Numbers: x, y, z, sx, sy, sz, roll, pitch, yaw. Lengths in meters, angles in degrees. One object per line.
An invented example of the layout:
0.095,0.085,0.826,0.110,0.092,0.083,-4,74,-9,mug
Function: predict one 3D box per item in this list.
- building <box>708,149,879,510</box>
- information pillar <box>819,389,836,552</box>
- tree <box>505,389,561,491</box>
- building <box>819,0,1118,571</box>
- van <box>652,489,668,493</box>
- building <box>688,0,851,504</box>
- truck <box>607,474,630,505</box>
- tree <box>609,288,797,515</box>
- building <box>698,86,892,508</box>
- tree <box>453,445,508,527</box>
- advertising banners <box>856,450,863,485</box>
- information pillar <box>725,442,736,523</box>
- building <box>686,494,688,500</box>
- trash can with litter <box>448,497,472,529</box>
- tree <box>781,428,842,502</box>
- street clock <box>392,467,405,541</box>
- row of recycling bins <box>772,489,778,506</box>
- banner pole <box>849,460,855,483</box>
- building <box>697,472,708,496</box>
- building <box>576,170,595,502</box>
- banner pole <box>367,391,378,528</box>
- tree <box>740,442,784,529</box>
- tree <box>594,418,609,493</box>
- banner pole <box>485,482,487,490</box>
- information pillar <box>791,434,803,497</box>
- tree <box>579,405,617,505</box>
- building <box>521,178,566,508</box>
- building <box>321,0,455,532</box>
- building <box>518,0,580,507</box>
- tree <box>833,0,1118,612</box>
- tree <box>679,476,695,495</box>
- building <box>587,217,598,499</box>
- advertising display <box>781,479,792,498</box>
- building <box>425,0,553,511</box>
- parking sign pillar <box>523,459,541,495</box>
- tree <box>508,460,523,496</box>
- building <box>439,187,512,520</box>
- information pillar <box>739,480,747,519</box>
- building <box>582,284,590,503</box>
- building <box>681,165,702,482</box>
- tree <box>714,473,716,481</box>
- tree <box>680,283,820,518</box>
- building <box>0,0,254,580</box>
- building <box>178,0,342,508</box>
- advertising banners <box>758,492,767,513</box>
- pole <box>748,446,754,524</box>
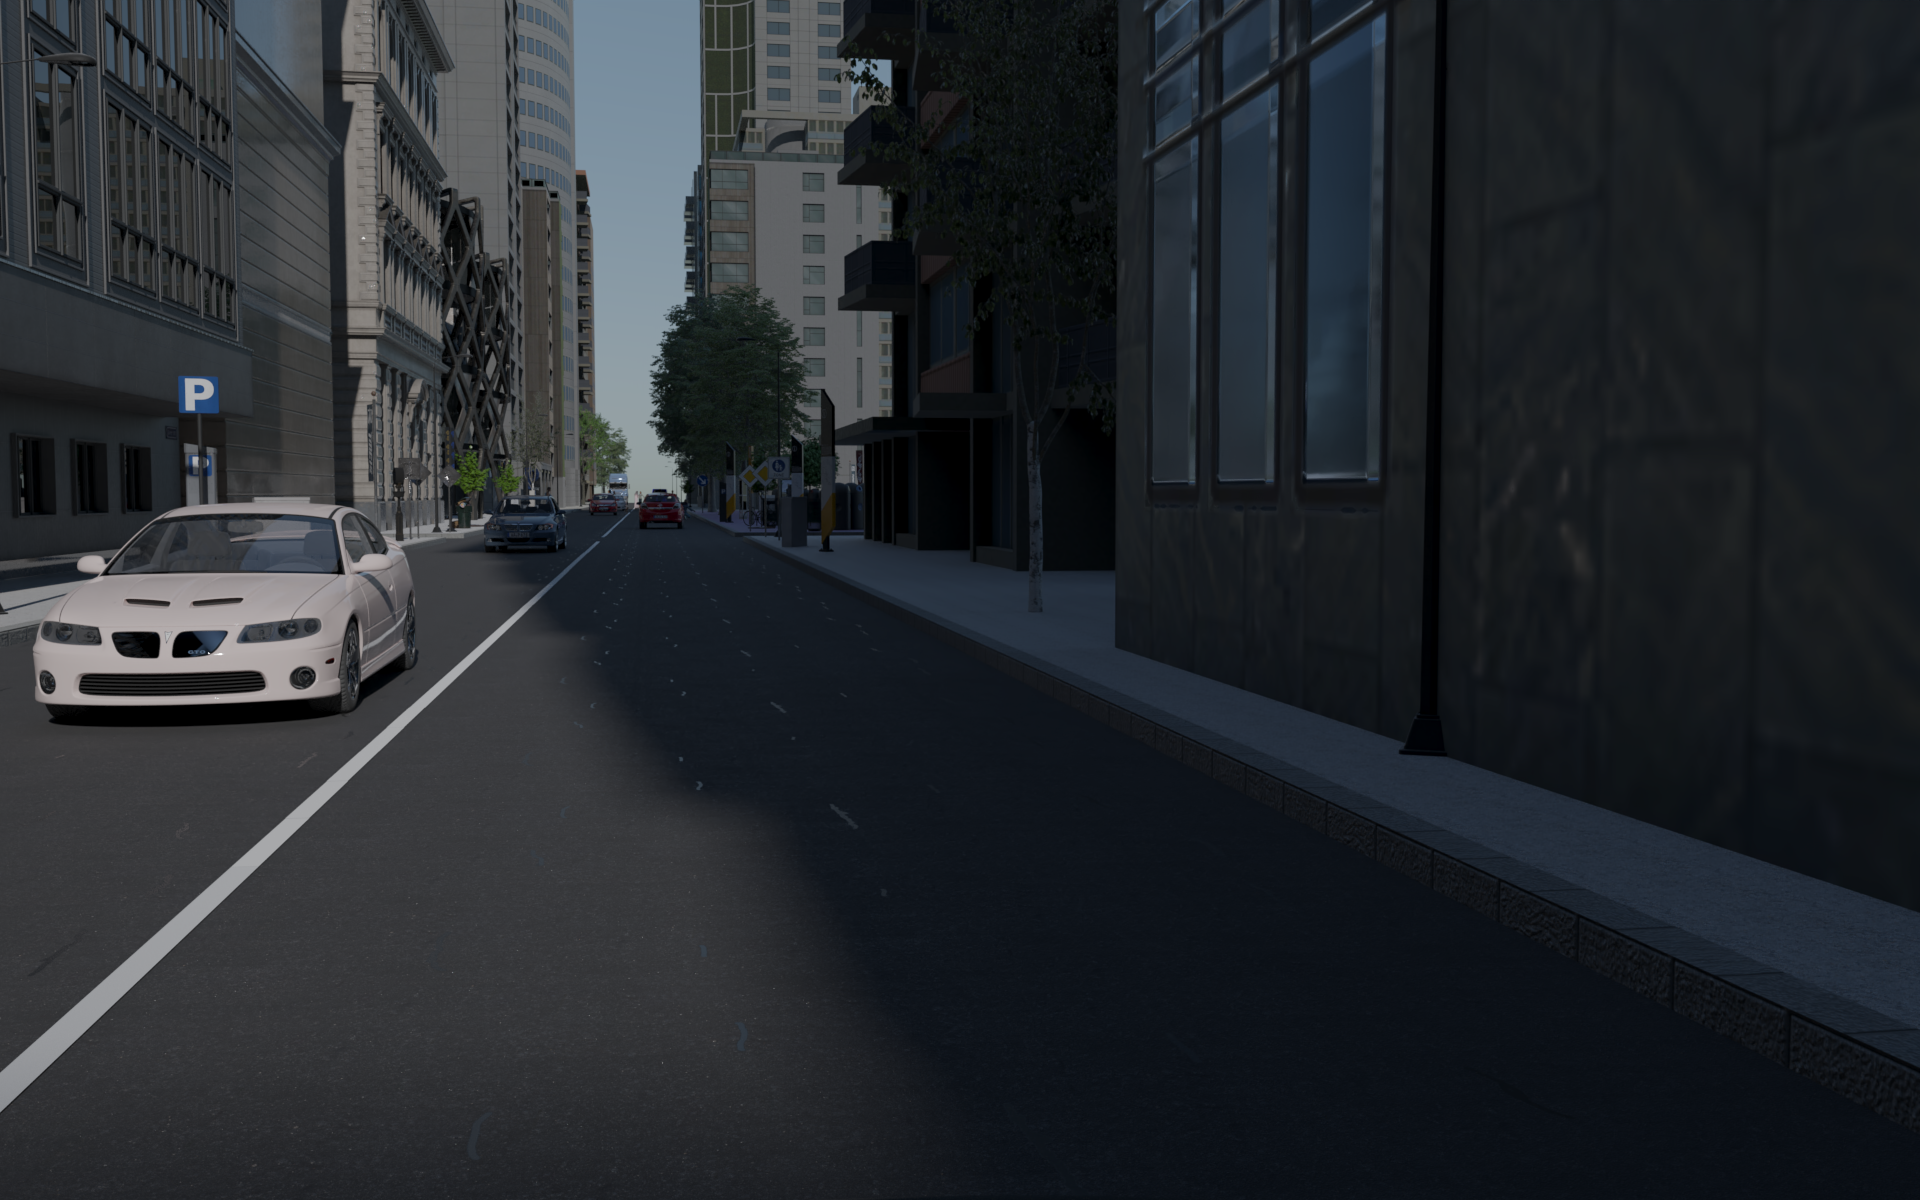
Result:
-14.653,-23.107,149.495,14.160,30.474,14.107,-1,4,-10,building
-2.926,-2.874,38.341,0.183,3.616,0.504,-3,4,-36,information pillar
-29.935,-10.441,121.068,4.360,8.622,3.978,0,3,0,tree
8.941,-23.401,37.223,22.147,44.769,28.867,-1,4,-10,building
-34.974,-12.083,201.936,2.240,2.365,5.245,-1,4,-9,van
-25.550,-48.271,227.488,20.563,71.187,20.611,-1,4,-10,building
-46.246,-14.970,234.524,2.967,4.110,18.799,-1,4,-11,truck
-14.559,-12.191,105.970,9.857,13.997,8.962,0,3,0,tree
-9.391,-29.213,169.508,32.217,40.220,23.993,-1,4,-10,building
-19.155,-4.492,68.046,1.663,3.219,1.824,0,3,0,tree
-3.549,-4.401,68.141,0.090,3.025,2.074,-2,4,-35,advertising banners
-10.254,-5.264,77.415,0.504,3.616,0.183,2,4,35,information pillar
-28.372,-36.066,281.556,32.217,40.220,23.993,-1,4,-10,building
-18.651,-3.246,64.452,1.055,1.170,0.624,2,4,32,trash can with litter
-7.439,-6.252,85.937,4.285,4.588,4.351,0,3,0,tree
-15.264,-2.603,47.122,0.358,2.002,0.471,-2,4,-29,street clock
-13.516,-7.715,133.246,1.069,1.692,3.534,-2,4,-31,row of recycling bins
-8.026,-8.481,128.679,0.401,3.779,0.863,2,4,34,banner pole
-15.412,-21.462,195.946,27.650,21.520,28.899,-1,4,-10,building
-59.503,-34.966,226.311,22.147,44.769,28.867,-1,4,-10,building
-14.366,-3.202,42.366,0.401,3.779,0.863,-2,4,-34,banner pole
-7.492,-4.271,64.439,1.663,3.219,1.824,0,3,0,tree
-59.002,-23.233,286.512,9.857,13.997,8.962,0,3,0,tree
-32.173,-7.757,116.851,0.863,3.779,0.401,3,5,44,banner pole
-6.397,-4.688,67.997,0.504,3.616,0.183,1,4,19,information pillar
-43.832,-16.812,200.629,9.928,11.665,9.643,0,3,0,tree
-43.499,-23.574,157.136,14.160,30.474,14.107,-1,4,-10,building
-25.954,-14.514,66.188,11.050,23.489,19.941,-1,4,-10,building
-50.392,-38.808,176.505,21.231,58.520,28.212,-1,4,-10,building
0.794,-4.158,18.345,4.360,8.622,3.978,0,3,0,tree
-28.523,-11.417,181.264,1.663,3.219,1.824,0,3,0,tree
-64.025,-37.866,269.223,14.600,45.320,14.200,-1,4,-10,building
-7.282,-4.226,74.314,0.974,1.923,0.123,-3,4,-37,advertising display
-43.740,-42.813,138.249,20.563,71.187,20.611,-1,4,-10,building
-31.644,-8.533,127.988,1.447,3.967,1.447,3,4,38,parking sign pillar
-25.184,-6.261,96.968,1.663,3.219,1.824,0,3,0,tree
-36.268,-14.580,105.843,16.820,18.784,16.811,-1,4,-10,building
-11.112,-5.150,88.688,0.304,2.012,0.304,-3,5,-44,information pillar
-65.190,-38.353,250.767,21.300,48.544,21.600,-1,4,-10,building
-28.915,-38.767,253.453,23.786,49.044,30.456,-1,4,-10,building
-19.478,-11.434,137.312,4.737,8.622,4.395,0,3,0,tree
-11.293,-10.728,93.531,7.486,12.596,7.792,0,3,0,tree
-19.070,-13.952,21.622,14.314,27.812,24.014,-1,4,-10,building
-25.910,-15.538,39.954,20.117,28.700,13.634,-1,4,-10,building
-13.333,-7.299,115.527,0.090,3.025,2.074,1,4,19,advertising banners
-8.856,-4.869,73.453,0.158,3.312,0.155,0,3,0,pole
